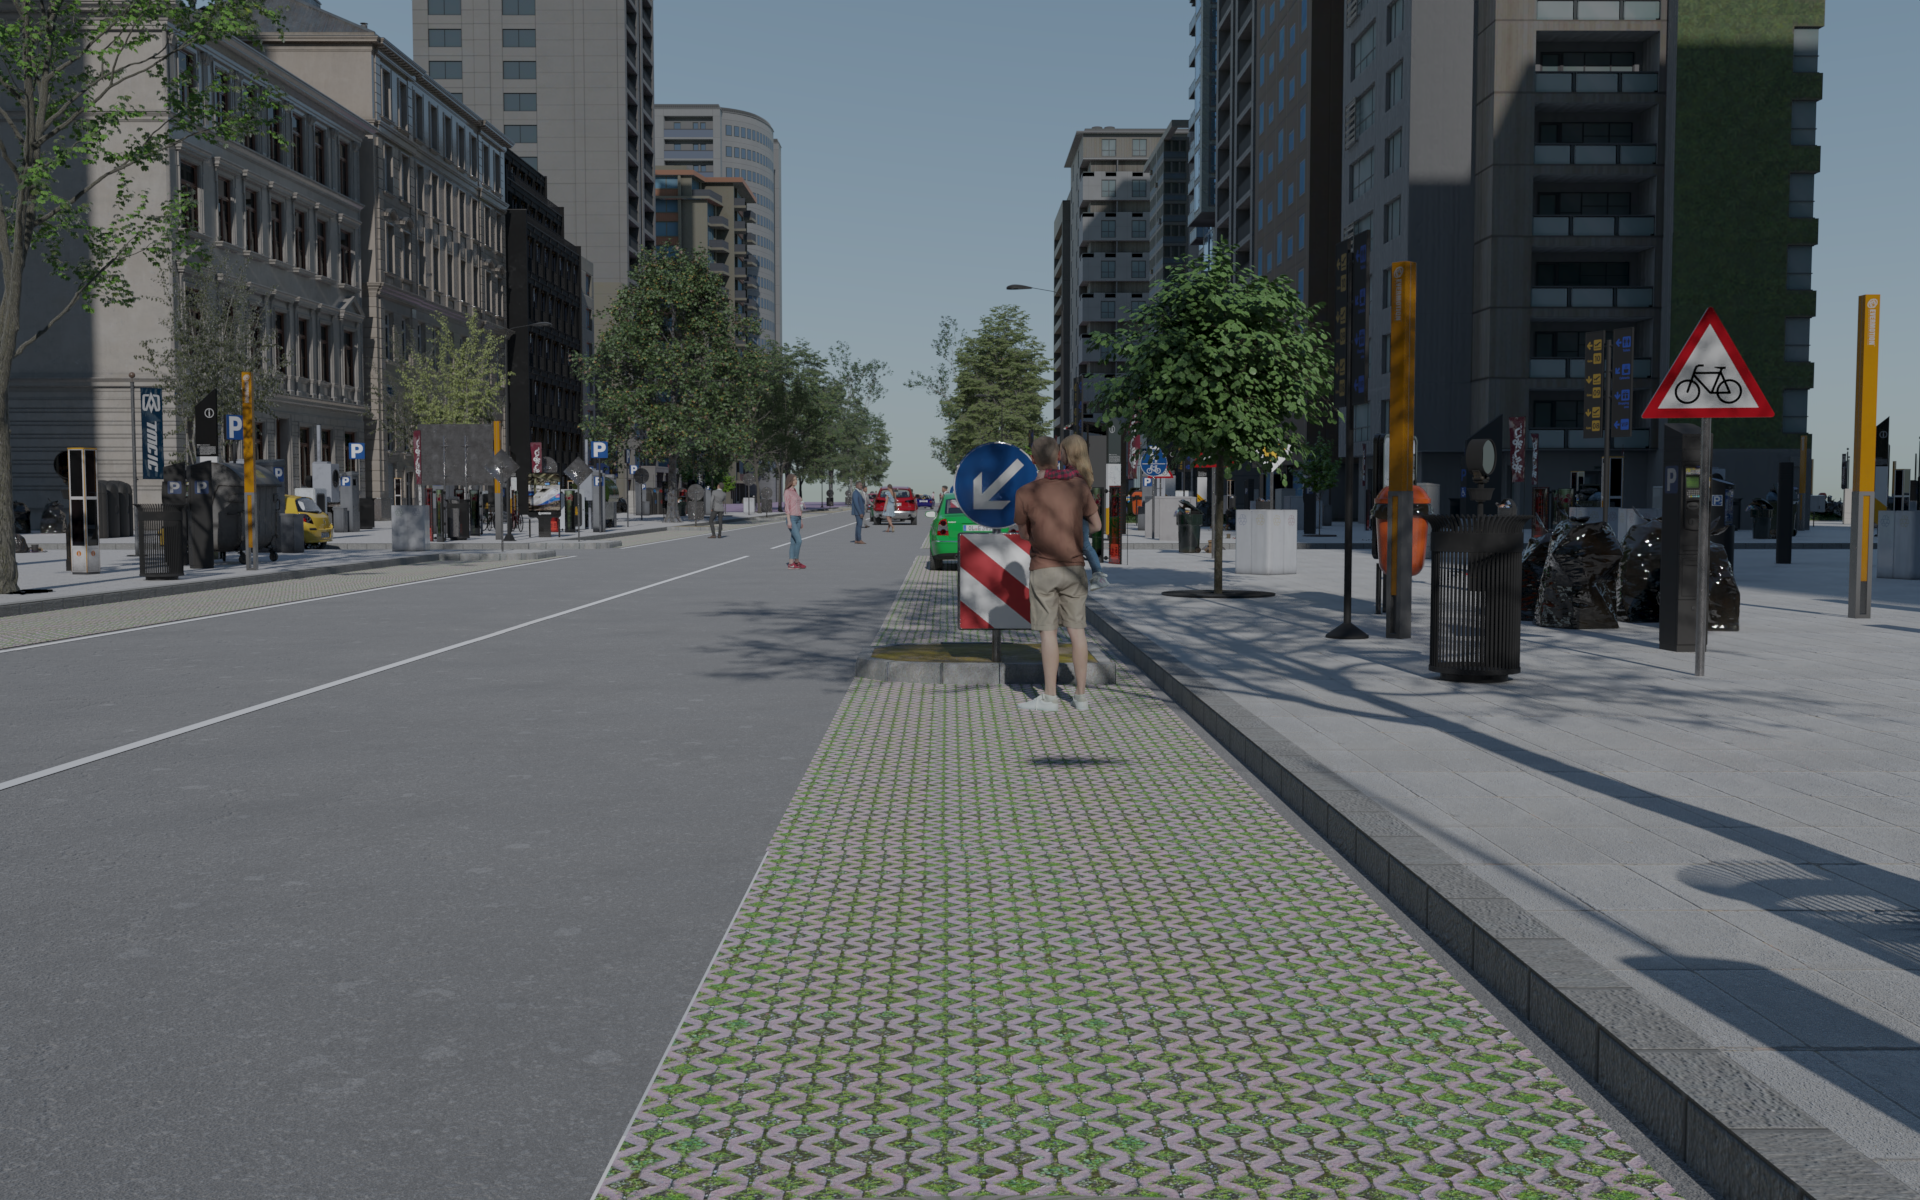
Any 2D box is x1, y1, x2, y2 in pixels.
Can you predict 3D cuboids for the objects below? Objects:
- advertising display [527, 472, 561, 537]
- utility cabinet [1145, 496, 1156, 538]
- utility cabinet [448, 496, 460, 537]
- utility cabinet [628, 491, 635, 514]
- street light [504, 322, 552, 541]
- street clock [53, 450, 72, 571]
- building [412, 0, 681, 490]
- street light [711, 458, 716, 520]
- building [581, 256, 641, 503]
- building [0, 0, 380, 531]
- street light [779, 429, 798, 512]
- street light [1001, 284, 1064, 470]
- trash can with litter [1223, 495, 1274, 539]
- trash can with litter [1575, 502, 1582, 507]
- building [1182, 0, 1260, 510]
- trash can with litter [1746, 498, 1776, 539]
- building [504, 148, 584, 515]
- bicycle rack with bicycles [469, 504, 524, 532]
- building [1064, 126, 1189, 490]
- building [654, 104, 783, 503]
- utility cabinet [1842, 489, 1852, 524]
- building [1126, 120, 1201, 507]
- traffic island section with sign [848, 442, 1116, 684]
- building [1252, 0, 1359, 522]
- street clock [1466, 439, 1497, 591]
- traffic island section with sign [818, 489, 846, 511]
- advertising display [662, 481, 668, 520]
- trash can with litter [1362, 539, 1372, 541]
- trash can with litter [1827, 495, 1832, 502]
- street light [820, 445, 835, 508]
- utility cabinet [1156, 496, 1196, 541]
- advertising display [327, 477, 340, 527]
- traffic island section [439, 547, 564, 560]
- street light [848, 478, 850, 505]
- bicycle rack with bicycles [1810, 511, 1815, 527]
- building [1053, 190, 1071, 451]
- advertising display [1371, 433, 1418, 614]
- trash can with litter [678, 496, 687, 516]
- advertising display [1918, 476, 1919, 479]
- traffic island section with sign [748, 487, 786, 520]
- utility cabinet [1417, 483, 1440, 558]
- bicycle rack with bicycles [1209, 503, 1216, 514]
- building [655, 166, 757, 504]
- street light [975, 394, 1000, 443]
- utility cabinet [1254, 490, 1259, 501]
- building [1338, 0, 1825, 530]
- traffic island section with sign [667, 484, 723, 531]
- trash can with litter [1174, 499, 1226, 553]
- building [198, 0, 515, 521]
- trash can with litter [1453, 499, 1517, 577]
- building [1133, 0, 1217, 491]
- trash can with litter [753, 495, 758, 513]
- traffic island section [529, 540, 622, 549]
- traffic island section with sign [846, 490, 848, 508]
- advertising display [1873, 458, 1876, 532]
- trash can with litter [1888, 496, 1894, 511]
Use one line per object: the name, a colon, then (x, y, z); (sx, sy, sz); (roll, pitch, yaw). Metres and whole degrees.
advertising display: (-12.298, -2.815, 51.247); (0.974, 1.923, 0.123); (-1, 4, -14)
utility cabinet: (5.947, -2.442, 51.082); (1.020, 1.237, 0.306); (3, 5, 42)
utility cabinet: (-15.095, -2.480, 51.717); (0.306, 1.237, 1.020); (-1, 4, -14)
utility cabinet: (-20.866, -6.316, 111.953); (1.173, 1.500, 0.318); (0, 4, 7)
street light: (-11.719, -4.550, 46.933); (1.470, 5.913, 1.316); (0, 4, 0)
street clock: (-14.807, -1.488, 28.895); (0.471, 2.002, 0.358); (0, 4, -2)
building: (-36.837, -44.093, 159.174); (20.563, 71.187, 20.611); (0, 4, 0)
street light: (-11.946, -7.015, 87.239); (1.470, 5.913, 1.316); (0, 4, 0)
building: (-41.314, -17.793, 135.950); (27.650, 21.520, 28.899); (0, 4, 0)
building: (-32.545, -14.298, 69.925); (11.583, 22.565, 21.152); (0, 4, 0)
street light: (-12.163, -9.193, 122.843); (1.470, 5.913, 1.316); (0, 4, 0)
street light: (1.724, -4.034, 38.504); (1.470, 5.913, 1.316); (0, 4, 0)
trash can with litter: (8.381, -2.366, 49.736); (2.233, 1.210, 1.678); (1, 4, 19)
trash can with litter: (17.373, -2.267, 48.455); (1.055, 1.170, 0.624); (0, 4, 3)
building: (25.937, -41.096, 110.180); (20.563, 71.187, 20.611); (0, 4, 0)
trash can with litter: (23.035, -2.329, 49.467); (1.055, 1.170, 0.624); (-1, 4, -22)
building: (-32.565, -17.357, 113.465); (12.332, 23.373, 15.834); (0, 4, 0)
bicycle rack with bicycles: (-16.210, -2.784, 58.906); (2.852, 0.926, 2.925); (-1, 4, -23)
building: (29.882, -40.111, 245.045); (28.713, 52.752, 27.495); (0, 4, 0)
building: (-38.744, -44.035, 261.963); (21.231, 58.520, 28.212); (0, 4, 0)
utility cabinet: (37.955, -3.942, 73.128); (1.173, 1.500, 0.318); (1, 4, 14)
building: (31.715, -29.344, 171.661); (32.217, 40.220, 23.993); (0, 4, 0)
traffic island section with sign: (0.172, -0.323, 13.915); (1.989, 1.847, 2.006); (0, 4, 0)
building: (22.783, -26.635, 85.589); (14.600, 45.320, 14.200); (0, 4, 0)
street clock: (6.860, -1.117, 22.836); (0.358, 2.002, 0.471); (3, 5, 41)
traffic island section with sign: (-10.946, -8.439, 146.599); (1.989, 1.847, 2.006); (0, 4, 0)
advertising display: (-14.379, -4.896, 85.255); (0.123, 1.923, 0.974); (1, 4, 18)
trash can with litter: (12.319, -2.231, 47.534); (1.678, 1.210, 2.233); (-3, 5, -42)
trash can with litter: (55.252, -6.027, 109.603); (1.678, 1.210, 2.233); (3, 5, 43)
street light: (-12.459, -11.658, 163.147); (1.470, 5.913, 1.316); (0, 4, 0)
utility cabinet: (5.983, -2.229, 47.601); (1.020, 1.237, 0.306); (3, 5, 39)
advertising display: (-23.762, -3.718, 66.001); (0.974, 1.923, 0.123); (1, 4, 16)
traffic island section: (-10.204, -0.995, 38.556); (2.009, 0.180, 2.903); (0, 4, 0)
street light: (-12.710, -14.288, 206.143); (1.470, 5.913, 1.316); (0, 4, 0)
bicycle rack with bicycles: (32.759, -3.402, 69.010); (2.852, 0.926, 2.925); (1, 4, 16)
building: (25.853, -39.518, 269.813); (21.300, 48.544, 21.600); (0, 4, 0)
advertising display: (4.713, -0.830, 18.783); (0.123, 1.923, 0.974); (3, 4, 36)
trash can with litter: (-16.203, -5.423, 100.057); (0.624, 1.170, 1.055); (-2, 4, -31)
advertising display: (33.754, -3.368, 60.276); (0.974, 1.923, 0.123); (-1, 4, -13)
traffic island section with sign: (-10.595, -5.294, 95.182); (1.989, 1.847, 2.006); (0, 4, 0)
utility cabinet: (9.221, -1.593, 34.727); (0.318, 1.500, 1.173); (-1, 4, -11)
bicycle rack with bicycles: (13.491, -5.151, 97.600); (2.925, 0.926, 2.852); (-1, 4, -9)
building: (-39.147, -35.392, 233.275); (22.147, 44.769, 28.867); (0, 4, 0)
street light: (1.413, -6.617, 80.733); (1.470, 5.913, 1.316); (0, 4, 0)
utility cabinet: (14.303, -4.655, 84.793); (0.318, 1.500, 1.173); (0, 4, -6)
building: (23.357, -23.473, 67.373); (14.086, 41.232, 14.154); (0, 4, 0)
traffic island section with sign: (-10.411, -3.645, 68.227); (1.989, 1.847, 2.006); (0, 4, 0)
trash can with litter: (5.218, -1.611, 37.728); (1.055, 1.170, 0.624); (0, 4, -7)
building: (-33.002, -18.082, 92.910); (12.463, 27.353, 25.104); (0, 4, 0)
trash can with litter: (8.463, -0.973, 26.959); (1.678, 1.210, 2.233); (0, 4, -5)
building: (27.248, -50.708, 141.739); (22.319, 86.520, 31.000); (0, 4, 0)
trash can with litter: (-14.184, -6.587, 118.761); (1.678, 1.210, 2.233); (0, 4, -4)
traffic island section: (-10.258, -1.484, 46.540); (2.009, 0.180, 2.903); (0, 4, 0)
traffic island section with sign: (-11.137, -10.087, 173.553); (1.989, 1.847, 2.006); (0, 4, 0)
advertising display: (16.254, -1.576, 30.977); (0.123, 1.923, 0.974); (2, 4, 31)
trash can with litter: (58.179, -5.904, 107.914); (0.624, 1.170, 1.055); (-1, 4, -15)
